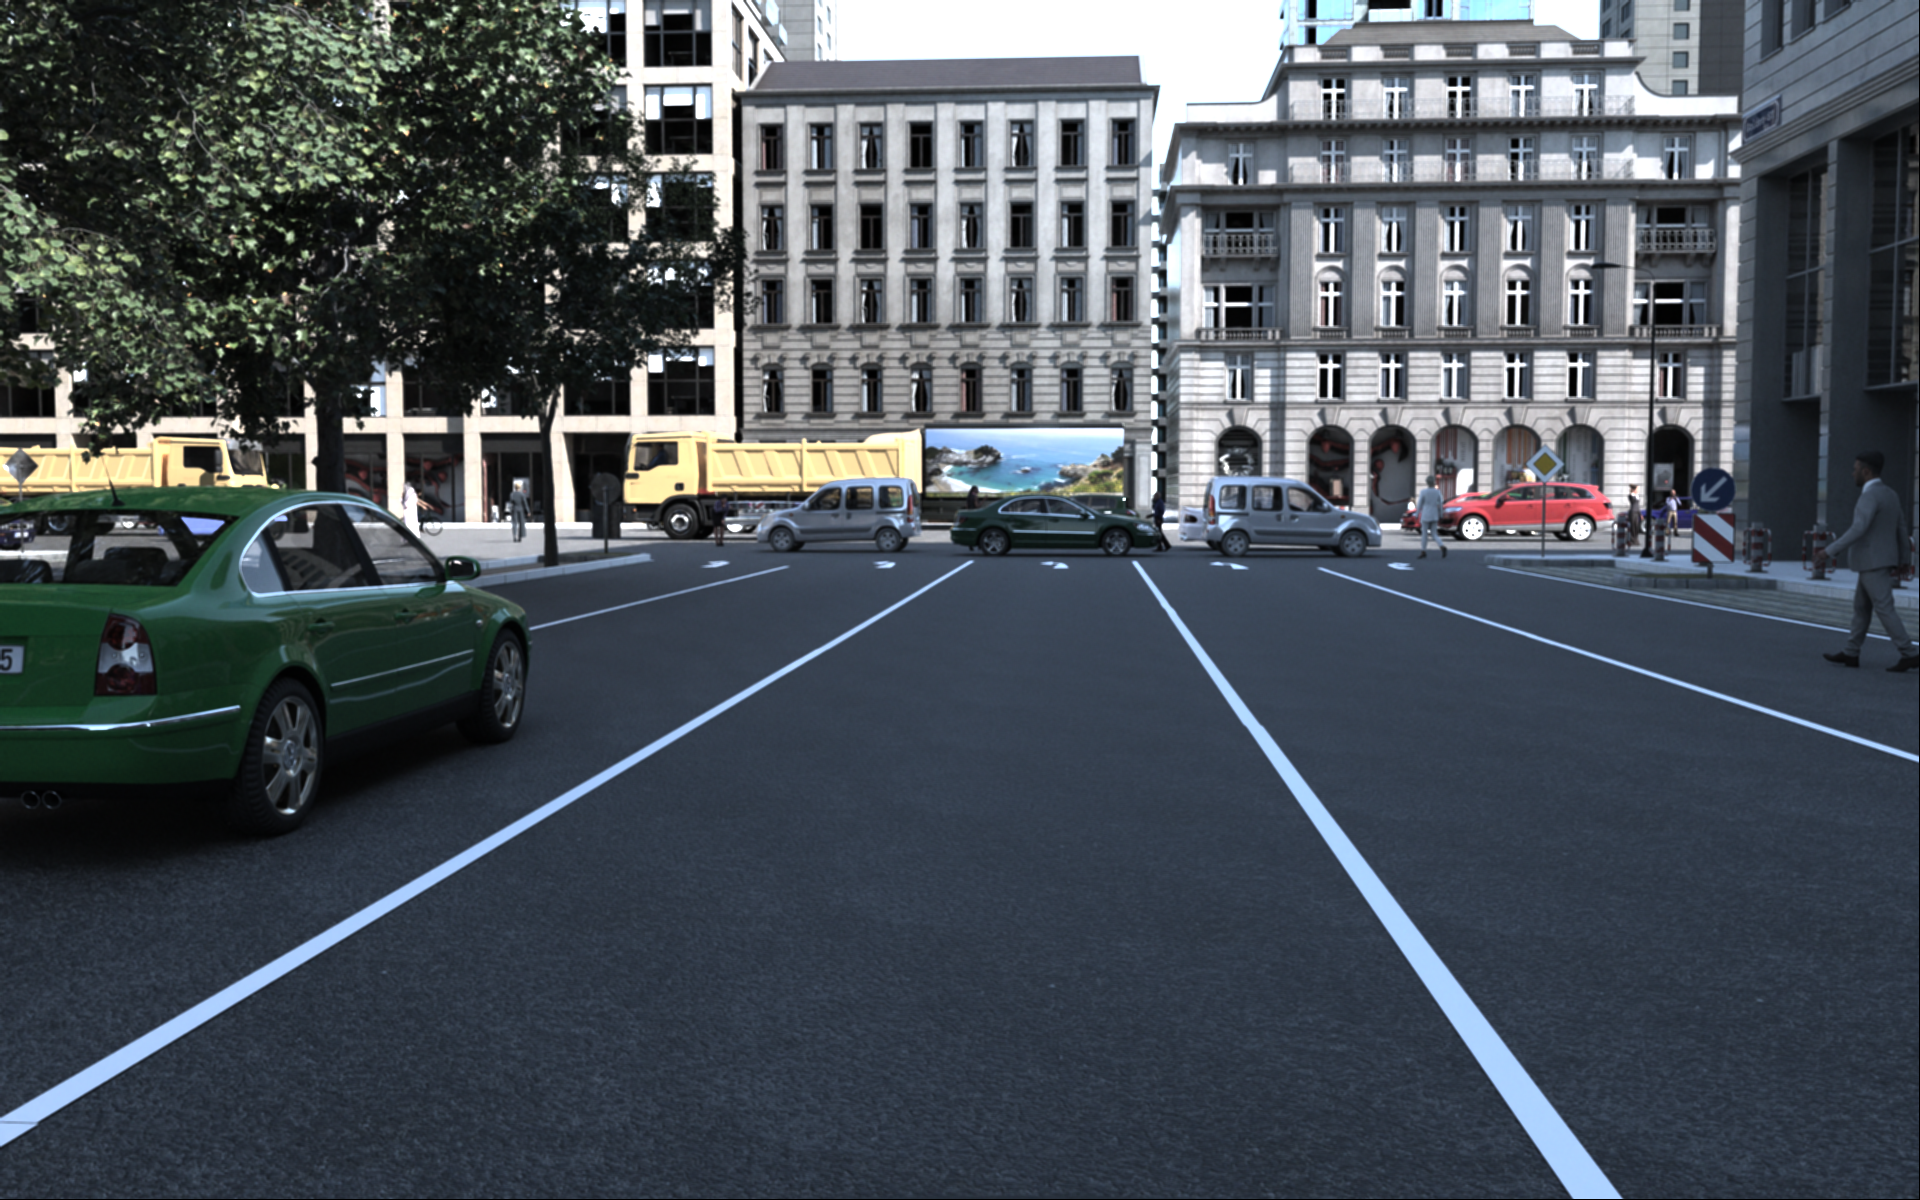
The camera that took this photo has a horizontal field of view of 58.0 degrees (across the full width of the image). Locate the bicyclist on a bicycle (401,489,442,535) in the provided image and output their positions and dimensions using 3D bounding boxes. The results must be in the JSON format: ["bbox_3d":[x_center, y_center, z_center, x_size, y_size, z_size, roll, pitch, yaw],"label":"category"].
[{"bbox_3d":[-18.759,-3.065,60.139,1.625,1.676,1.499,0,4,5],"label":"bicyclist on a bicycle"}]

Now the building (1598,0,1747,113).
[{"bbox_3d":[76.029,-45.196,177.199,20.611,71.187,20.563,0,4,4],"label":"building"}]

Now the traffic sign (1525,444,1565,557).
[{"bbox_3d":[11.842,-1.926,35.133,0.795,2.450,0.064,0,4,4],"label":"traffic sign"}]

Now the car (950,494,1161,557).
[{"bbox_3d":[2.223,-1.755,40.492,4.920,1.459,2.131,0,4,6],"label":"car"}]

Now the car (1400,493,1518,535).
[{"bbox_3d":[18.028,-3.230,61.851,4.494,1.783,2.155,0,4,6],"label":"car"}]

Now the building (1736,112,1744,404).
[{"bbox_3d":[42.855,-12.903,75.598,19.286,19.102,10.561,0,4,4],"label":"building"}]

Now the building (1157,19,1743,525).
[{"bbox_3d":[21.278,-14.476,78.477,24.055,21.916,13.314,0,4,4],"label":"building"}]

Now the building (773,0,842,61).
[{"bbox_3d":[-23.768,-45.589,183.625,20.611,71.187,20.563,0,4,4],"label":"building"}]

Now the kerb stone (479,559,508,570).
[{"bbox_3d":[-9.013,-0.686,33.477,0.120,0.150,1.000,0,4,4],"label":"kerb stone"}]

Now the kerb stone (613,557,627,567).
[{"bbox_3d":[-6.845,-0.743,34.366,0.120,0.150,1.000,0,4,4],"label":"kerb stone"}]

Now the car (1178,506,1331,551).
[{"bbox_3d":[8.041,-1.969,44.562,4.827,1.381,2.083,0,4,3],"label":"car"}]

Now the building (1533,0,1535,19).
[{"bbox_3d":[67.146,-48.861,237.121,20.611,71.187,20.563,0,4,4],"label":"building"}]

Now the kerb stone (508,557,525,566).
[{"bbox_3d":[-8.938,-0.753,34.502,0.120,0.150,1.000,0,4,4],"label":"kerb stone"}]

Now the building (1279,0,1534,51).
[{"bbox_3d":[35.587,-50.953,145.751,22.319,86.520,31.000,0,4,4],"label":"building"}]

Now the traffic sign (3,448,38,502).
[{"bbox_3d":[-20.316,-2.070,37.481,0.795,2.450,0.064,0,4,4],"label":"traffic sign"}]

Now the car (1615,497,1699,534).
[{"bbox_3d":[25.742,-3.042,62.318,3.894,1.354,1.945,0,4,6],"label":"car"}]

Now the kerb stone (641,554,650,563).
[{"bbox_3d":[-6.696,-0.870,36.422,0.120,0.150,1.000,0,4,4],"label":"kerb stone"}]

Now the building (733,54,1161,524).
[{"bbox_3d":[-0.278,-14.055,78.949,18.267,20.994,9.793,0,4,4],"label":"building"}]

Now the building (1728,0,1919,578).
[{"bbox_3d":[19.461,-14.718,18.135,11.434,29.767,29.804,0,4,4],"label":"building"}]

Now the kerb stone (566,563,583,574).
[{"bbox_3d":[-7.059,-0.553,31.283,0.120,0.150,1.000,0,4,4],"label":"kerb stone"}]

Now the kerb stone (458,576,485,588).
[{"bbox_3d":[-7.441,-0.238,26.147,0.120,0.150,1.000,0,4,4],"label":"kerb stone"}]

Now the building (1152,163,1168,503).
[{"bbox_3d":[41.370,-38.031,241.415,30.456,49.044,23.786,0,4,4],"label":"building"}]

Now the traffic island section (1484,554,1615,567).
[{"bbox_3d":[11.866,-0.791,35.208,2.009,0.180,2.903,0,4,4],"label":"traffic island section"}]

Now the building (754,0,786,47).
[{"bbox_3d":[-27.375,-32.473,150.535,23.786,49.044,30.456,0,4,4],"label":"building"}]

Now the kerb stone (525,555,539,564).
[{"bbox_3d":[-8.869,-0.815,35.528,0.120,0.150,1.000,0,4,4],"label":"kerb stone"}]

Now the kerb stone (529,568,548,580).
[{"bbox_3d":[-7.212,-0.430,29.233,0.120,0.150,1.000,0,4,4],"label":"kerb stone"}]

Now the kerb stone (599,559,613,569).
[{"bbox_3d":[-6.921,-0.682,33.341,0.120,0.150,1.000,0,4,4],"label":"kerb stone"}]

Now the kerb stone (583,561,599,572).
[{"bbox_3d":[-6.990,-0.619,32.316,0.120,0.150,1.000,0,4,4],"label":"kerb stone"}]

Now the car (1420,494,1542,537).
[{"bbox_3d":[18.214,-3.095,59.401,4.718,1.807,1.959,0,4,6],"label":"car"}]

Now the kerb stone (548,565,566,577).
[{"bbox_3d":[-7.140,-0.493,30.258,0.120,0.150,1.000,0,4,4],"label":"kerb stone"}]

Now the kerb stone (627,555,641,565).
[{"bbox_3d":[-6.767,-0.807,35.391,0.120,0.150,1.000,0,4,4],"label":"kerb stone"}]

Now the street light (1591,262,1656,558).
[{"bbox_3d":[13.352,-3.811,34.847,1.470,5.913,1.316,0,4,4],"label":"street light"}]

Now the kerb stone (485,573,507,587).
[{"bbox_3d":[-7.371,-0.305,27.180,0.120,0.150,1.000,0,4,4],"label":"kerb stone"}]

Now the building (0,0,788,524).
[{"bbox_3d":[-26.117,-17.144,84.818,34.151,26.468,19.350,0,4,4],"label":"building"}]

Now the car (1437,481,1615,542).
[{"bbox_3d":[17.245,-2.717,53.097,5.304,1.827,2.281,0,4,6],"label":"car"}]

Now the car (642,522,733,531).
[{"bbox_3d":[-10.467,-3.534,68.004,3.980,1.641,2.015,0,4,5],"label":"car"}]

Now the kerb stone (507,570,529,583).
[{"bbox_3d":[-7.288,-0.368,28.204,0.120,0.150,1.000,0,4,4],"label":"kerb stone"}]
